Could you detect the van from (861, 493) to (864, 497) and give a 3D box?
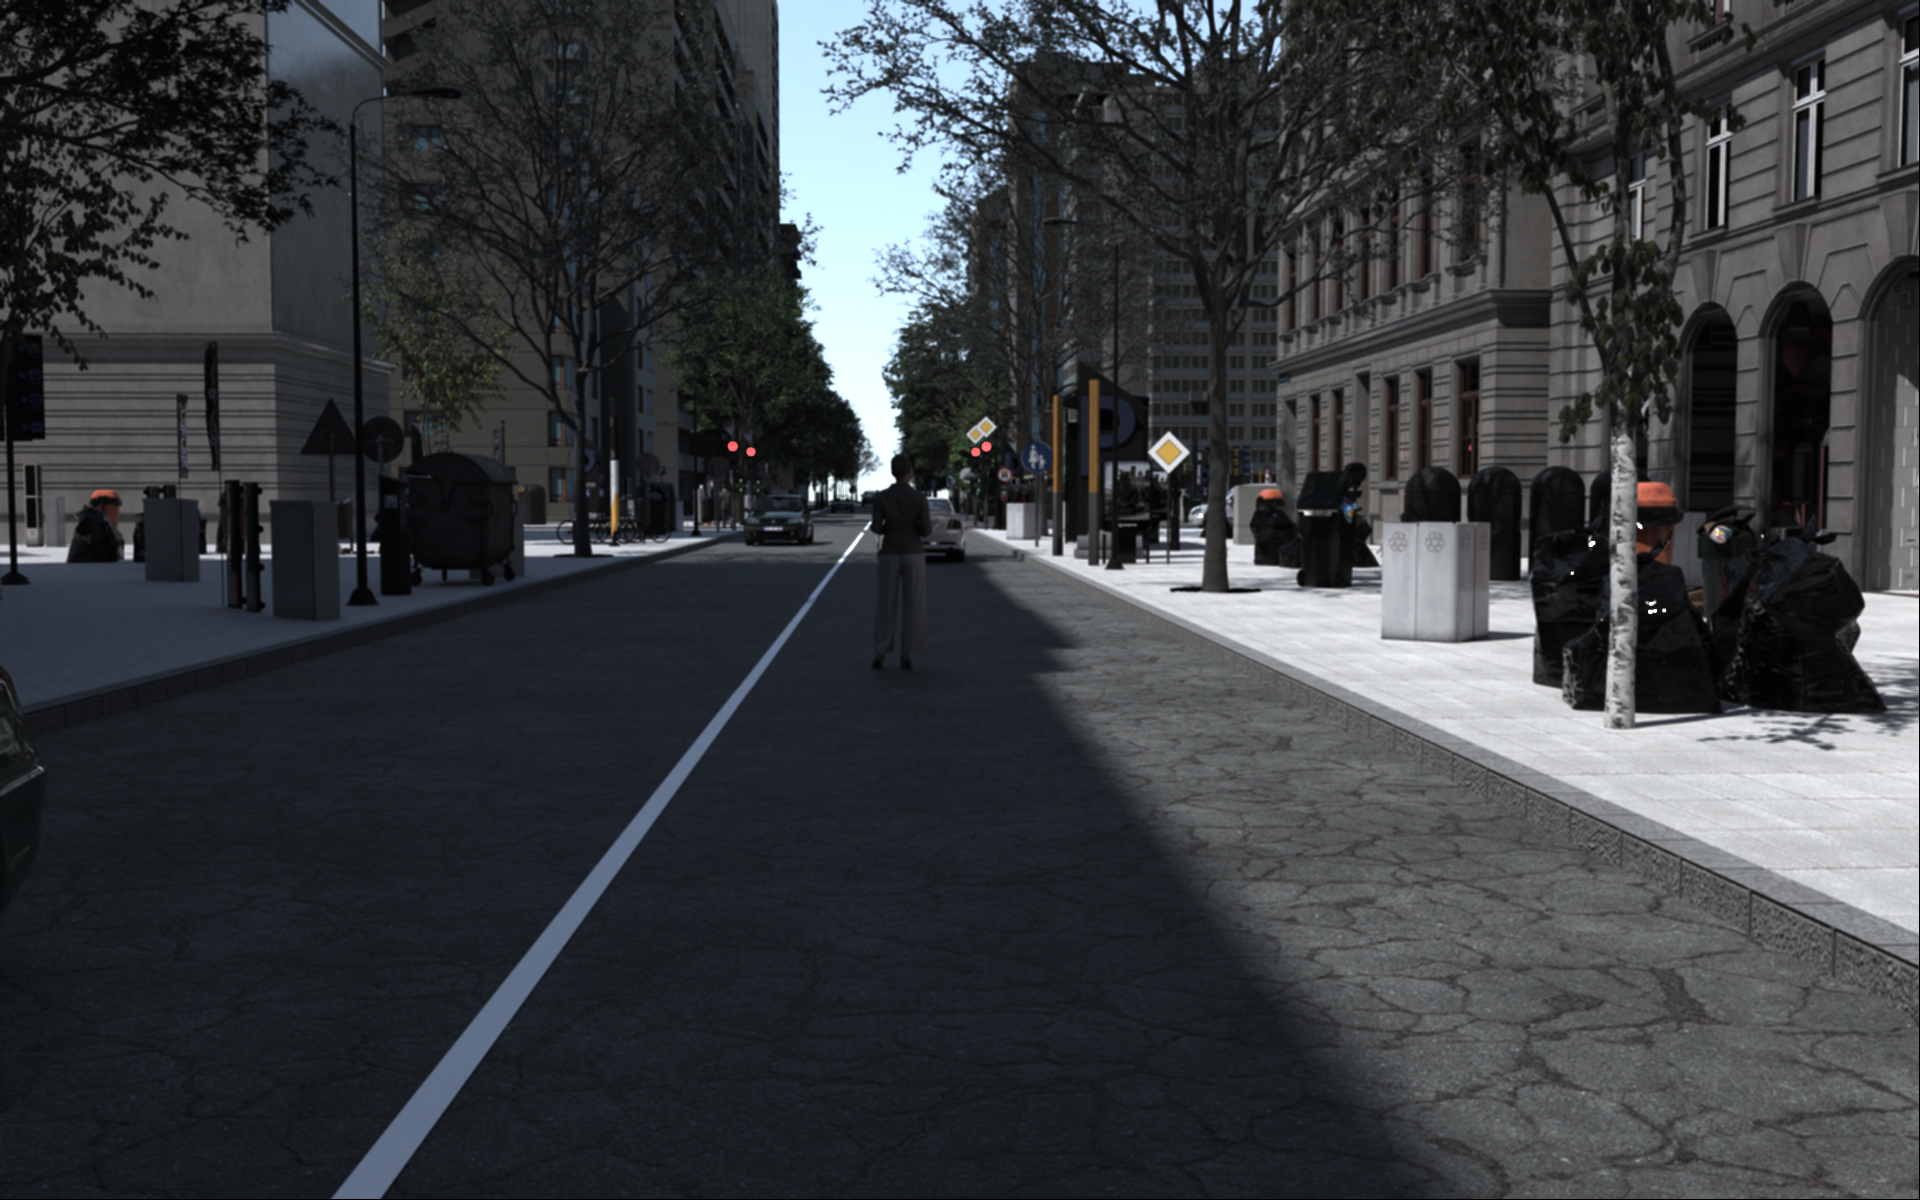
[{"bbox_3d":[-11.564,-13.015,219.812,2.013,2.044,4.112,0,4,-2],"label":"van"}]

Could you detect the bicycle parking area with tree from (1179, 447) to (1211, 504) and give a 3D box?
[{"bbox_3d":[12.578,-7.324,106.749,8.231,4.147,9.016,2,4,25],"label":"bicycle parking area with tree"}]

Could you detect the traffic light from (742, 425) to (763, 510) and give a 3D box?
[{"bbox_3d":[-8.397,-4.958,69.988,0.839,4.253,0.868,0,4,-2],"label":"traffic light"}]

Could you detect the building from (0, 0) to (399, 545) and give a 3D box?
[{"bbox_3d":[-27.284,-12.949,47.881,21.152,22.565,11.583,0,4,-2],"label":"building"}]

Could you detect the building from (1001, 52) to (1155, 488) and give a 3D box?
[{"bbox_3d":[12.177,-32.231,177.092,14.600,45.320,14.200,0,4,-2],"label":"building"}]

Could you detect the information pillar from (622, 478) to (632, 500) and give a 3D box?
[{"bbox_3d":[-15.486,-4.655,80.600,0.304,2.012,0.304,1,4,20],"label":"information pillar"}]

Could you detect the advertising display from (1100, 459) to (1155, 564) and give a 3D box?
[{"bbox_3d":[3.058,-1.631,31.887,0.974,1.923,0.123,-1,4,-14],"label":"advertising display"}]

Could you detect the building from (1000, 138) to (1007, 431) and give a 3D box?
[{"bbox_3d":[16.048,-33.281,198.770,22.147,44.769,28.867,0,4,-2],"label":"building"}]

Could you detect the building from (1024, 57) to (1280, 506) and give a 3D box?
[{"bbox_3d":[22.354,-28.544,158.570,32.217,40.220,23.993,0,4,-2],"label":"building"}]

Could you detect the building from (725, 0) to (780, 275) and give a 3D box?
[{"bbox_3d":[-33.847,-49.393,245.832,20.563,71.187,20.611,0,4,-2],"label":"building"}]

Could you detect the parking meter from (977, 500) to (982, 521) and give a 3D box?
[{"bbox_3d":[0.889,-4.501,82.009,0.372,1.533,0.369,0,3,0],"label":"parking meter"}]

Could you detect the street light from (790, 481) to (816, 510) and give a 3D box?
[{"bbox_3d":[-9.552,-8.006,103.444,1.470,5.913,1.316,0,4,-2],"label":"street light"}]

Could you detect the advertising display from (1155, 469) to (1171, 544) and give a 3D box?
[{"bbox_3d":[4.980,-2.428,44.905,0.974,1.923,0.123,0,4,-1],"label":"advertising display"}]

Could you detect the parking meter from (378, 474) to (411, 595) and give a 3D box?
[{"bbox_3d":[-7.199,-0.835,22.071,0.372,1.533,0.369,0,3,0],"label":"parking meter"}]

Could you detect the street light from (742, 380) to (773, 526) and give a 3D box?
[{"bbox_3d":[-8.290,-5.983,70.368,1.470,5.913,1.316,0,4,-2],"label":"street light"}]

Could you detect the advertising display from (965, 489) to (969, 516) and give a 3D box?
[{"bbox_3d":[0.390,-6.000,103.306,0.123,1.923,0.974,0,4,-7],"label":"advertising display"}]

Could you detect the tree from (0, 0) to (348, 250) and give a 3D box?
[{"bbox_3d":[-7.914,-4.747,12.023,7.601,10.594,8.767,0,4,-3],"label":"tree"}]

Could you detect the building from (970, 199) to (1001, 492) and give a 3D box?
[{"bbox_3d":[9.298,-36.985,254.822,14.600,45.320,14.200,0,4,-2],"label":"building"}]

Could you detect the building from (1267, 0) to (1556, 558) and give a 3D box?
[{"bbox_3d":[15.302,-12.713,44.011,11.583,22.565,21.152,0,4,-2],"label":"building"}]

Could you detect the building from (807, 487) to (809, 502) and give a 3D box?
[{"bbox_3d":[-33.111,-31.937,293.876,14.160,30.474,14.107,0,4,-2],"label":"building"}]

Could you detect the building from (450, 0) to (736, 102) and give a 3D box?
[{"bbox_3d":[-31.466,-32.461,154.437,21.300,48.544,21.600,0,4,-2],"label":"building"}]

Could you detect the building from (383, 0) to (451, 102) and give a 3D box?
[{"bbox_3d":[-30.662,-30.890,128.745,21.300,48.544,21.600,0,4,-2],"label":"building"}]

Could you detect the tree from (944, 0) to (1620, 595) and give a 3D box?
[{"bbox_3d":[3.384,-6.838,22.166,12.009,13.543,11.850,0,3,0],"label":"tree"}]

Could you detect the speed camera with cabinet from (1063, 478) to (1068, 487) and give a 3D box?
[{"bbox_3d":[5.410,-6.360,98.313,2.038,3.252,0.660,-3,5,-43],"label":"speed camera with cabinet"}]

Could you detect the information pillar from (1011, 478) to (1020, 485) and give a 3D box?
[{"bbox_3d":[2.484,-4.493,77.952,0.304,2.012,0.304,2,4,27],"label":"information pillar"}]

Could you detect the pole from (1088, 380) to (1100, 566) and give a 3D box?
[{"bbox_3d":[2.402,-2.273,31.013,0.158,3.312,0.155,0,3,0],"label":"pole"}]

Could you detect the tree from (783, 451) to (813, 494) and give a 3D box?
[{"bbox_3d":[-14.250,-9.791,143.788,4.285,4.588,4.351,0,3,0],"label":"tree"}]

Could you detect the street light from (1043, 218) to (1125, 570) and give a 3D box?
[{"bbox_3d":[2.091,-3.471,29.284,1.470,5.913,1.316,0,4,-2],"label":"street light"}]

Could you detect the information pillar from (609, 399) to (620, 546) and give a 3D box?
[{"bbox_3d":[-8.476,-3.126,42.470,0.183,3.616,0.504,-2,4,-25],"label":"information pillar"}]

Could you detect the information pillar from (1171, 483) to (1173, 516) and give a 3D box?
[{"bbox_3d":[10.296,-4.944,85.323,0.304,2.012,0.304,-1,4,-16],"label":"information pillar"}]

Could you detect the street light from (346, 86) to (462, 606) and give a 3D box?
[{"bbox_3d":[-6.371,-2.895,19.874,1.470,5.913,1.316,0,4,-2],"label":"street light"}]

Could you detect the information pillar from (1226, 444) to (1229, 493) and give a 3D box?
[{"bbox_3d":[10.646,-4.804,69.892,0.504,3.616,0.183,-3,4,-36],"label":"information pillar"}]

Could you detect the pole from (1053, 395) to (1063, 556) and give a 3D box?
[{"bbox_3d":[2.031,-2.571,35.874,0.158,3.312,0.155,0,3,0],"label":"pole"}]

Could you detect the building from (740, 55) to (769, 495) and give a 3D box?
[{"bbox_3d":[-32.350,-34.649,190.211,21.300,48.544,21.600,0,4,-2],"label":"building"}]

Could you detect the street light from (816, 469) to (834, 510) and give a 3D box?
[{"bbox_3d":[-10.868,-10.029,136.518,1.470,5.913,1.316,0,4,-2],"label":"street light"}]

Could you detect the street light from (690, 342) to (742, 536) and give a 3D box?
[{"bbox_3d":[-7.547,-4.918,52.953,1.470,5.913,1.316,0,4,-2],"label":"street light"}]

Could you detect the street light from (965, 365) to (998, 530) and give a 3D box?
[{"bbox_3d":[0.765,-5.493,62.357,1.470,5.913,1.316,0,4,-2],"label":"street light"}]

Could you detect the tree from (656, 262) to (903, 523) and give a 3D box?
[{"bbox_3d":[-9.566,-9.190,76.015,9.928,11.665,9.643,0,3,0],"label":"tree"}]

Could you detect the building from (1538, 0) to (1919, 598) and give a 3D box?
[{"bbox_3d":[17.515,-10.973,21.211,13.314,21.916,24.055,0,4,-2],"label":"building"}]

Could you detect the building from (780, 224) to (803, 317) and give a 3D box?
[{"bbox_3d":[-36.085,-37.725,271.429,22.147,44.769,28.867,0,4,-2],"label":"building"}]

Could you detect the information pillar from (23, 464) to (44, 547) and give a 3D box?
[{"bbox_3d":[-22.549,-2.304,42.162,0.304,2.012,0.304,0,4,-6],"label":"information pillar"}]

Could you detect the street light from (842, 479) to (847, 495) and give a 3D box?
[{"bbox_3d":[-12.536,-12.655,179.457,1.470,5.913,1.316,0,4,-2],"label":"street light"}]

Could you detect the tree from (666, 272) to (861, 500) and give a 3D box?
[{"bbox_3d":[-10.513,-10.550,89.501,9.611,12.733,9.660,0,3,0],"label":"tree"}]

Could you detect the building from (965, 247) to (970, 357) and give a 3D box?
[{"bbox_3d":[12.114,-38.900,290.643,22.147,44.769,28.867,0,4,-2],"label":"building"}]

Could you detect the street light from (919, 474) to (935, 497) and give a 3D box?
[{"bbox_3d":[-2.881,-11.181,155.356,1.470,5.913,1.316,0,4,-2],"label":"street light"}]

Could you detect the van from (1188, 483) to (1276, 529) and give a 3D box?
[{"bbox_3d":[10.829,-3.636,66.456,4.112,2.044,2.013,0,4,-1],"label":"van"}]

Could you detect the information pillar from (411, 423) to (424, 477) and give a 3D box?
[{"bbox_3d":[-17.838,-4.013,56.973,0.504,3.616,0.183,2,4,29],"label":"information pillar"}]

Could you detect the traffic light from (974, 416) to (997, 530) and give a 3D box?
[{"bbox_3d":[0.920,-4.493,62.376,0.839,4.253,0.868,0,4,-2],"label":"traffic light"}]

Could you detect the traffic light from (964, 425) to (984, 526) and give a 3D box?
[{"bbox_3d":[0.607,-4.981,70.355,0.839,4.253,0.868,0,4,-2],"label":"traffic light"}]

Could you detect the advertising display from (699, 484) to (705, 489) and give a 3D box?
[{"bbox_3d":[-17.010,-6.667,114.226,0.123,1.923,0.974,-1,4,-23],"label":"advertising display"}]

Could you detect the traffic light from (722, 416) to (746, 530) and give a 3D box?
[{"bbox_3d":[-8.084,-4.470,62.009,0.839,4.253,0.868,0,4,-2],"label":"traffic light"}]

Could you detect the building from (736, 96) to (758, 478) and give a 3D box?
[{"bbox_3d":[-27.658,-29.920,172.794,14.154,41.232,14.086,0,4,-2],"label":"building"}]

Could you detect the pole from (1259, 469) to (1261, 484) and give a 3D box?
[{"bbox_3d":[23.982,-8.843,138.427,0.158,3.312,0.155,0,3,0],"label":"pole"}]

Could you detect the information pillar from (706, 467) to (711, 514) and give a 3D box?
[{"bbox_3d":[-13.981,-6.419,96.301,0.183,3.616,0.504,1,4,15],"label":"information pillar"}]

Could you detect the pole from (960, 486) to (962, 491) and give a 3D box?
[{"bbox_3d":[0.073,-8.379,130.842,0.158,3.312,0.155,0,3,0],"label":"pole"}]

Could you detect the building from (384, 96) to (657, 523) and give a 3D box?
[{"bbox_3d":[-31.813,-15.023,90.669,27.650,21.520,28.899,0,4,-2],"label":"building"}]

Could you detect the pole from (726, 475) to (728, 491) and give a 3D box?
[{"bbox_3d":[-19.358,-9.188,144.066,0.158,3.312,0.155,0,3,0],"label":"pole"}]

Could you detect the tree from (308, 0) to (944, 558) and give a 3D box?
[{"bbox_3d":[-7.820,-7.613,34.851,12.009,13.543,11.850,0,3,0],"label":"tree"}]
